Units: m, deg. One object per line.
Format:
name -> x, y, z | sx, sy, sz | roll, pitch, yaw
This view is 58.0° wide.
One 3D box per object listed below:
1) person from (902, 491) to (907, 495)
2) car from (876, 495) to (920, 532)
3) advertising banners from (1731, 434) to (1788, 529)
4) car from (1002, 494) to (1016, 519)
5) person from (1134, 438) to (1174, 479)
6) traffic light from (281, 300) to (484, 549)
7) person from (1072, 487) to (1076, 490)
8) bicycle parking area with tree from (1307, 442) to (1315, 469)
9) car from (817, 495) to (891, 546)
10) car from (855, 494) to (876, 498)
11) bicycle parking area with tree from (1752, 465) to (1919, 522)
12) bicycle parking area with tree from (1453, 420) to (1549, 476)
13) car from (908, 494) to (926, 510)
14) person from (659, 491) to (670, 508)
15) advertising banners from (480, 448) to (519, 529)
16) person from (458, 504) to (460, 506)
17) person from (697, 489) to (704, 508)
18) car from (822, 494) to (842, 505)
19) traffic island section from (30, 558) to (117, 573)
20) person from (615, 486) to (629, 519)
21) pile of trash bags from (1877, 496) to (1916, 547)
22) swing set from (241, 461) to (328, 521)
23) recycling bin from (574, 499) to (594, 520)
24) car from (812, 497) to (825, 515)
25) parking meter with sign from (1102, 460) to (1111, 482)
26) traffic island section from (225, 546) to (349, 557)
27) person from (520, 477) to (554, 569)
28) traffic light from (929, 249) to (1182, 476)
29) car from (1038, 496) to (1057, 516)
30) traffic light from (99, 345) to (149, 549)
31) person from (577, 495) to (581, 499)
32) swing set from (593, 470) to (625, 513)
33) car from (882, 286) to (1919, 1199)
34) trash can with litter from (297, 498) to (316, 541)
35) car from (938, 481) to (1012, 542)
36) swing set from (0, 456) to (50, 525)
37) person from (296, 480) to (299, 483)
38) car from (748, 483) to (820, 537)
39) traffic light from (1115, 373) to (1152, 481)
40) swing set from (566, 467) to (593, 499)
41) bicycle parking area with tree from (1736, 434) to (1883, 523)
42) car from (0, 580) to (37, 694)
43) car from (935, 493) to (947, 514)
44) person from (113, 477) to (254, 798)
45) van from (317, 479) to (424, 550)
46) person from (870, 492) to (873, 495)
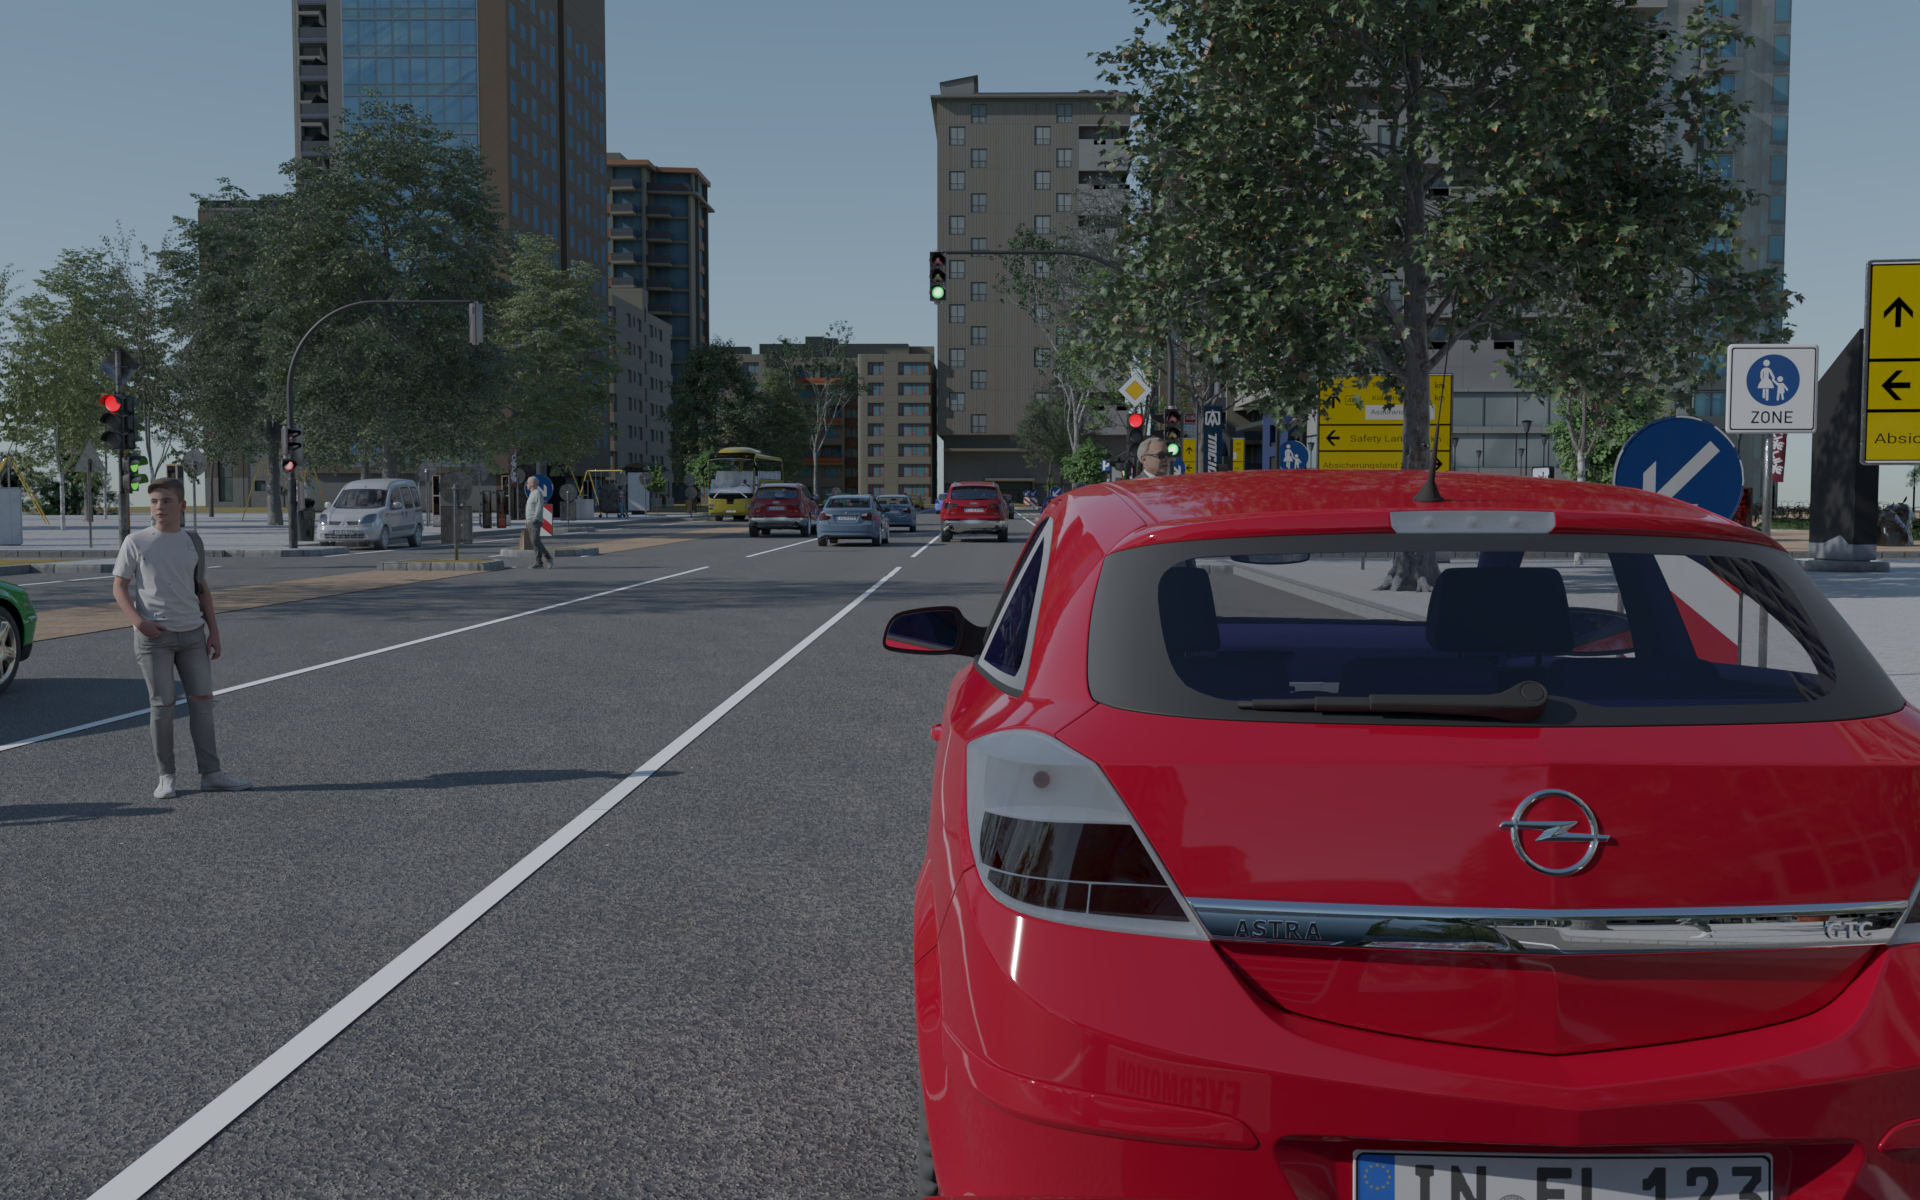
person -> -6.169, -11.269, 192.887 | 1.348, 1.807, 0.705 | 1, 4, 11
car -> -2.550, -3.327, 66.405 | 2.014, 1.417, 4.499 | 0, 4, -1
advertising banners -> 18.074, -2.686, 40.102 | 2.074, 3.025, 0.090 | 1, 4, 21
car -> 2.203, -5.464, 99.129 | 2.009, 1.686, 4.222 | 0, 4, 0
person -> 1.352, -0.167, 11.408 | 0.661, 1.801, 0.590 | -3, 4, -37
traffic light -> -13.613, -4.041, 40.735 | 4.771, 5.953, 1.251 | 0, 4, 1
person -> 7.218, -6.204, 108.044 | 0.524, 1.755, 0.480 | -2, 4, -26
bicycle parking area with tree -> 16.860, -6.652, 95.769 | 8.231, 4.147, 9.016 | 0, 4, 8
car -> -2.989, -2.251, 48.814 | 2.014, 1.417, 4.499 | 0, 4, 2
car -> -5.759, -5.783, 104.341 | 2.009, 1.686, 4.222 | 0, 4, 2
bicycle parking area with tree -> 48.210, -6.395, 91.559 | 9.016, 4.147, 8.231 | -1, 4, -12
bicycle parking area with tree -> 22.507, -4.760, 64.836 | 9.016, 4.147, 8.231 | 0, 4, -1
car -> -4.179, -9.137, 159.615 | 2.015, 1.641, 3.980 | 0, 4, 1
person -> -28.075, -9.649, 164.531 | 0.721, 1.736, 1.217 | 3, 5, 42
advertising banners -> -17.270, -4.213, 65.066 | 0.090, 3.025, 2.074 | 2, 4, 28
person -> -32.157, -6.460, 111.445 | 0.755, 1.850, 0.659 | -1, 4, -18
person -> -24.271, -9.419, 160.825 | 0.721, 1.735, 1.217 | 3, 5, 44
car -> -10.831, -8.558, 148.712 | 1.959, 1.807, 4.718 | 0, 4, 0
traffic island section -> -15.889, -0.649, 32.889 | 2.009, 0.180, 2.903 | 0, 4, 1
person -> -17.390, -5.029, 89.108 | 0.643, 1.720, 0.563 | 1, 4, 16
pile of trash bags -> 23.207, -2.020, 42.772 | 1.912, 1.369, 3.447 | -3, 5, -41
swing set -> -32.178, -5.189, 82.457 | 3.119, 2.851, 2.862 | 1, 4, 18
recycling bin -> -18.635, -4.484, 85.873 | 0.722, 1.027, 0.722 | 1, 4, 19
car -> -6.722, -3.734, 73.627 | 1.945, 1.354, 3.894 | 0, 4, 0
parking meter with sign -> 8.082, -5.719, 89.762 | 0.543, 3.016, 1.738 | 3, 5, 42
traffic island section -> -15.746, -1.137, 40.872 | 2.009, 0.180, 2.903 | 0, 4, 1
person -> -8.151, -1.488, 33.314 | 0.515, 1.767, 0.782 | -2, 4, -30
traffic light -> 1.816, -3.526, 32.313 | 4.771, 5.953, 1.251 | 0, 4, 1
car -> 4.584, -4.140, 80.275 | 1.945, 1.354, 3.894 | 0, 4, 3
traffic light -> -15.849, -2.681, 32.753 | 0.839, 4.253, 0.868 | 0, 4, 1
person -> -22.747, -5.675, 103.849 | 0.505, 1.210, 0.382 | 3, 5, 41
swing set -> -23.136, -7.087, 113.499 | 3.119, 2.851, 2.862 | 2, 4, 26
car -> 0.845, 0.280, 4.460 | 2.155, 1.783, 4.494 | 0, 4, 1
trash can with litter -> -17.922, -2.186, 47.123 | 0.624, 1.170, 1.055 | -2, 4, -35
car -> 0.455, -2.723, 53.188 | 2.281, 1.827, 5.304 | 0, 4, 1
swing set -> -40.298, -4.635, 73.402 | 2.862, 2.851, 3.119 | -2, 4, -30
person -> -24.622, -3.567, 64.589 | 0.641, 1.798, 0.478 | 1, 4, 18
car -> -6.019, -3.109, 59.498 | 2.281, 1.827, 5.304 | 0, 4, 1
traffic light -> 4.052, -3.149, 40.401 | 0.839, 4.253, 0.868 | 0, 4, 1
swing set -> -22.797, -6.066, 96.797 | 3.119, 2.851, 2.862 | 3, 5, 41
bicycle parking area with tree -> 38.082, -5.931, 83.967 | 9.016, 4.147, 8.231 | 0, 4, 6
car -> -7.734, -0.126, 10.852 | 1.959, 1.807, 4.718 | 0, 4, 3
car -> -0.865, -6.982, 123.753 | 1.945, 1.707, 3.694 | 0, 4, 2
person -> -3.717, 0.174, 8.254 | 0.523, 1.515, 0.503 | 1, 4, 13
van -> -15.550, -2.369, 45.748 | 2.013, 2.044, 4.112 | 0, 4, 1
person -> -9.150, -10.302, 178.401 | 0.415, 1.643, 0.593 | 1, 4, 10
